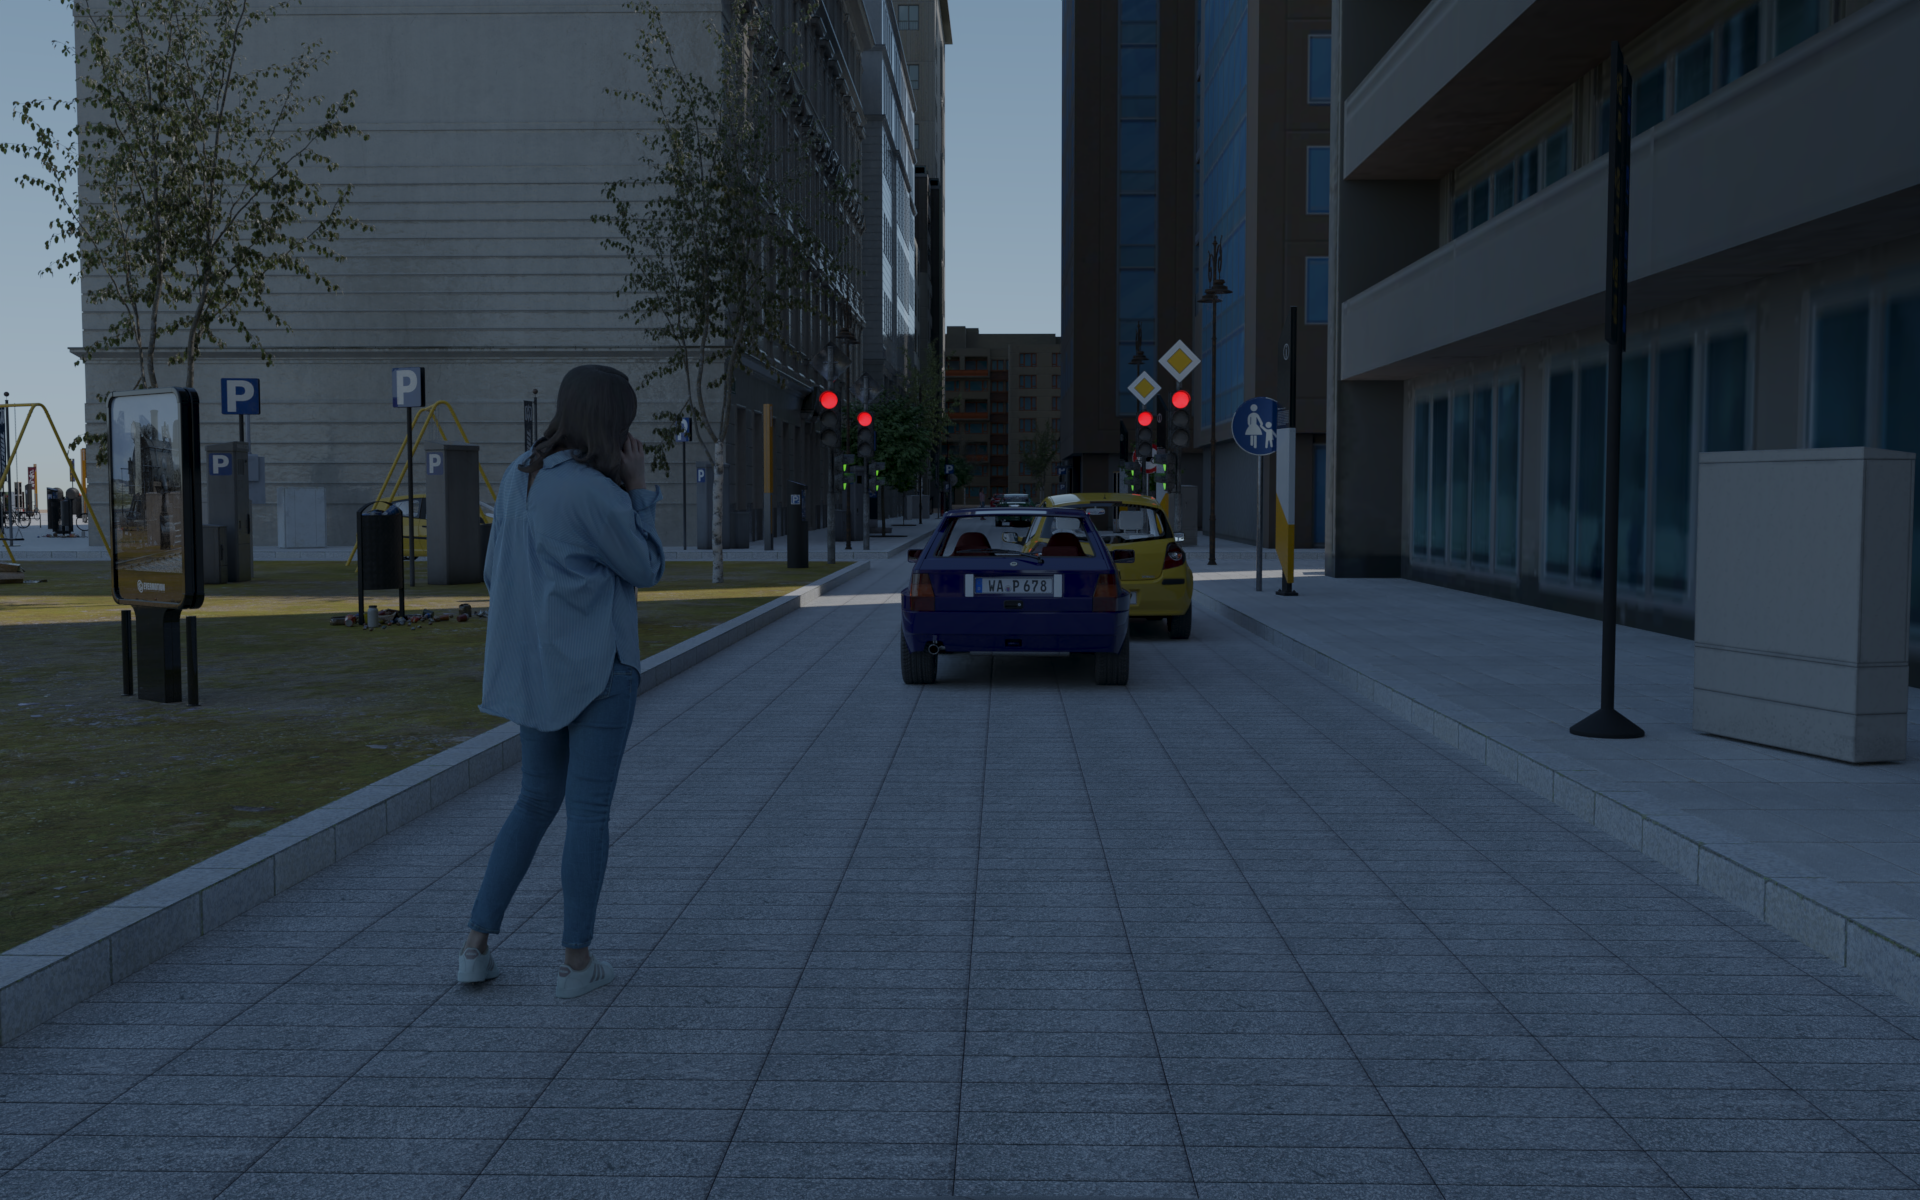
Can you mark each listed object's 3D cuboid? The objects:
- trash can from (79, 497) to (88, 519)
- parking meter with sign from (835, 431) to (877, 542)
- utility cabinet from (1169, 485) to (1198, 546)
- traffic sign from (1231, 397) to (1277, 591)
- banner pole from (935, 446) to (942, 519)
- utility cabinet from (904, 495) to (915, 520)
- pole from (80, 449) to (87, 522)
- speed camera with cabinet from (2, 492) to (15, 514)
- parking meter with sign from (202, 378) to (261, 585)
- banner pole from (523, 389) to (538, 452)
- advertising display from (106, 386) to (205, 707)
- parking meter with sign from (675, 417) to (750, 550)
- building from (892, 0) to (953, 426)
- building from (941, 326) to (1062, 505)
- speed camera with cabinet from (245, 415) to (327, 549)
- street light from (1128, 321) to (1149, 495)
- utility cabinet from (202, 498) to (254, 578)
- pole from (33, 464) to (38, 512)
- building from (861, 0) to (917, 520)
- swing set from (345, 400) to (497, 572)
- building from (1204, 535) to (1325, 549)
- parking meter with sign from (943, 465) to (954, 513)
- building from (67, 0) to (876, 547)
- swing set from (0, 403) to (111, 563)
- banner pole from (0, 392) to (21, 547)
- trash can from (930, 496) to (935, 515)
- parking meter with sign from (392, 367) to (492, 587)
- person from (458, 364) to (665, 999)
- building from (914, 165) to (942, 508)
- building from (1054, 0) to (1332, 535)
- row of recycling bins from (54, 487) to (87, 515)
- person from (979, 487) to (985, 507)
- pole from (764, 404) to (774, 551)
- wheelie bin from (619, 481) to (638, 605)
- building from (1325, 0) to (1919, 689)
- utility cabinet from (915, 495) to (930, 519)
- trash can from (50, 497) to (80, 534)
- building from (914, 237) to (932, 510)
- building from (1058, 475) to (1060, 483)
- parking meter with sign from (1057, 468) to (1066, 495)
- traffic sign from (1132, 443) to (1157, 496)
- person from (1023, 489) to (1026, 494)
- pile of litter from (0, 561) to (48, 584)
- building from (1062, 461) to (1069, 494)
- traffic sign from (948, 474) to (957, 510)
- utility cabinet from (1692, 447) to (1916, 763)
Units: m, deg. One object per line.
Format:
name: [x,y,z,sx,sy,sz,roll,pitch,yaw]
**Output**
trash can: [-46.179,-4.860,91.115,0.748,1.137,0.748,0,3,0]
parking meter with sign: [-2.914,-3.119,47.258,0.543,3.016,1.738,2,4,25]
utility cabinet: [5.330,-2.051,42.213,0.318,1.500,1.173,3,5,44]
traffic sign: [3.947,-1.387,22.783,0.768,2.556,0.104,0,4,7]
banner pole: [-1.181,-6.107,89.858,0.401,3.779,0.863,-1,4,-15]
utility cabinet: [-2.606,-4.595,86.295,0.306,1.237,1.020,-1,4,-12]
pole: [-39.584,-5.162,78.234,0.158,3.312,0.155,0,3,0]
speed camera with cabinet: [-62.174,-7.214,112.286,2.038,3.252,0.660,-2,4,-29]
parking meter with sign: [-10.716,-1.775,25.282,0.543,3.016,1.738,0,4,-6]
banner pole: [-10.140,-3.121,41.047,0.401,3.779,0.863,1,4,11]
advertising display: [-4.974,-0.336,10.709,0.974,1.923,0.123,3,5,40]
parking meter with sign: [-5.699,-2.684,40.147,1.738,3.016,0.543,-3,5,-43]
building: [-14.894,-35.776,174.180,27.495,52.752,28.713,0,4,2]
building: [0.491,-22.552,213.758,28.899,21.520,27.650,0,4,2]
speed camera with cabinet: [-15.944,-2.822,40.477,2.038,3.252,0.660,-3,4,-37]
street light: [4.765,-4.499,46.350,0.468,5.910,1.993,0,4,2]
utility cabinet: [-11.375,-0.937,26.478,1.020,1.237,0.306,0,4,-4]
pole: [-62.330,-7.520,116.794,0.158,3.312,0.155,0,3,0]
building: [-8.784,-19.708,99.721,11.434,29.767,29.804,0,4,2]
swing set: [-9.209,-2.001,30.332,2.862,2.851,3.119,-1,4,-22]
building: [14.092,-24.183,45.506,14.200,45.320,14.600,0,4,2]
parking meter with sign: [-0.742,-6.551,103.373,0.543,3.016,1.738,0,4,-7]
building: [-13.007,-17.523,62.917,17.030,29.872,44.131,0,4,2]
swing set: [-17.133,-2.006,30.415,3.119,2.851,2.862,2,4,27]
banner pole: [-23.440,-3.213,42.545,0.863,3.779,0.401,3,5,44]
trash can: [-1.954,-5.869,107.609,0.748,1.137,0.748,0,3,0]
parking meter with sign: [-7.194,-1.736,24.645,0.543,3.016,1.738,2,4,29]
person: [-1.161,0.232,4.967,0.793,1.790,0.793,0,4,5]
building: [-8.885,-23.260,152.004,14.160,30.474,14.107,0,4,2]
building: [10.984,-25.396,65.329,14.600,45.320,14.200,0,4,2]
row of recycling bins: [-54.409,-6.124,107.247,3.534,1.692,1.069,-1,4,-19]
person: [1.229,-5.321,95.510,0.388,1.821,0.555,0,4,6]
pole: [-4.343,-2.779,39.279,0.158,3.312,0.155,0,3,0]
wheelie bin: [-3.500,-0.567,17.182,0.693,1.594,0.980,0,4,4]
building: [16.110,-23.935,15.040,21.300,48.544,21.600,0,4,2]
utility cabinet: [-2.100,-4.849,90.443,1.020,1.237,0.306,2,4,26]
trash can: [-28.928,-2.702,55.828,0.748,1.137,0.748,0,3,0]
building: [-16.530,-17.439,130.170,27.650,21.520,28.899,0,4,2]
building: [20.716,-45.172,176.817,20.563,71.187,20.611,0,4,2]
parking meter with sign: [6.183,-6.653,105.039,0.543,3.016,1.738,0,4,2]
traffic sign: [4.660,-2.621,42.964,0.768,2.556,0.104,0,4,7]
person: [4.968,-7.723,134.710,0.705,1.831,1.348,0,4,-7]
pile of litter: [-13.927,-0.658,24.718,1.719,0.858,1.176,-2,4,-35]
building: [17.530,-47.975,97.059,22.319,86.520,31.000,0,4,2]
traffic sign: [-0.547,-6.729,110.128,0.768,2.556,0.104,0,4,3]
utility cabinet: [4.212,-0.001,8.698,0.318,1.500,1.173,-1,4,-14]
